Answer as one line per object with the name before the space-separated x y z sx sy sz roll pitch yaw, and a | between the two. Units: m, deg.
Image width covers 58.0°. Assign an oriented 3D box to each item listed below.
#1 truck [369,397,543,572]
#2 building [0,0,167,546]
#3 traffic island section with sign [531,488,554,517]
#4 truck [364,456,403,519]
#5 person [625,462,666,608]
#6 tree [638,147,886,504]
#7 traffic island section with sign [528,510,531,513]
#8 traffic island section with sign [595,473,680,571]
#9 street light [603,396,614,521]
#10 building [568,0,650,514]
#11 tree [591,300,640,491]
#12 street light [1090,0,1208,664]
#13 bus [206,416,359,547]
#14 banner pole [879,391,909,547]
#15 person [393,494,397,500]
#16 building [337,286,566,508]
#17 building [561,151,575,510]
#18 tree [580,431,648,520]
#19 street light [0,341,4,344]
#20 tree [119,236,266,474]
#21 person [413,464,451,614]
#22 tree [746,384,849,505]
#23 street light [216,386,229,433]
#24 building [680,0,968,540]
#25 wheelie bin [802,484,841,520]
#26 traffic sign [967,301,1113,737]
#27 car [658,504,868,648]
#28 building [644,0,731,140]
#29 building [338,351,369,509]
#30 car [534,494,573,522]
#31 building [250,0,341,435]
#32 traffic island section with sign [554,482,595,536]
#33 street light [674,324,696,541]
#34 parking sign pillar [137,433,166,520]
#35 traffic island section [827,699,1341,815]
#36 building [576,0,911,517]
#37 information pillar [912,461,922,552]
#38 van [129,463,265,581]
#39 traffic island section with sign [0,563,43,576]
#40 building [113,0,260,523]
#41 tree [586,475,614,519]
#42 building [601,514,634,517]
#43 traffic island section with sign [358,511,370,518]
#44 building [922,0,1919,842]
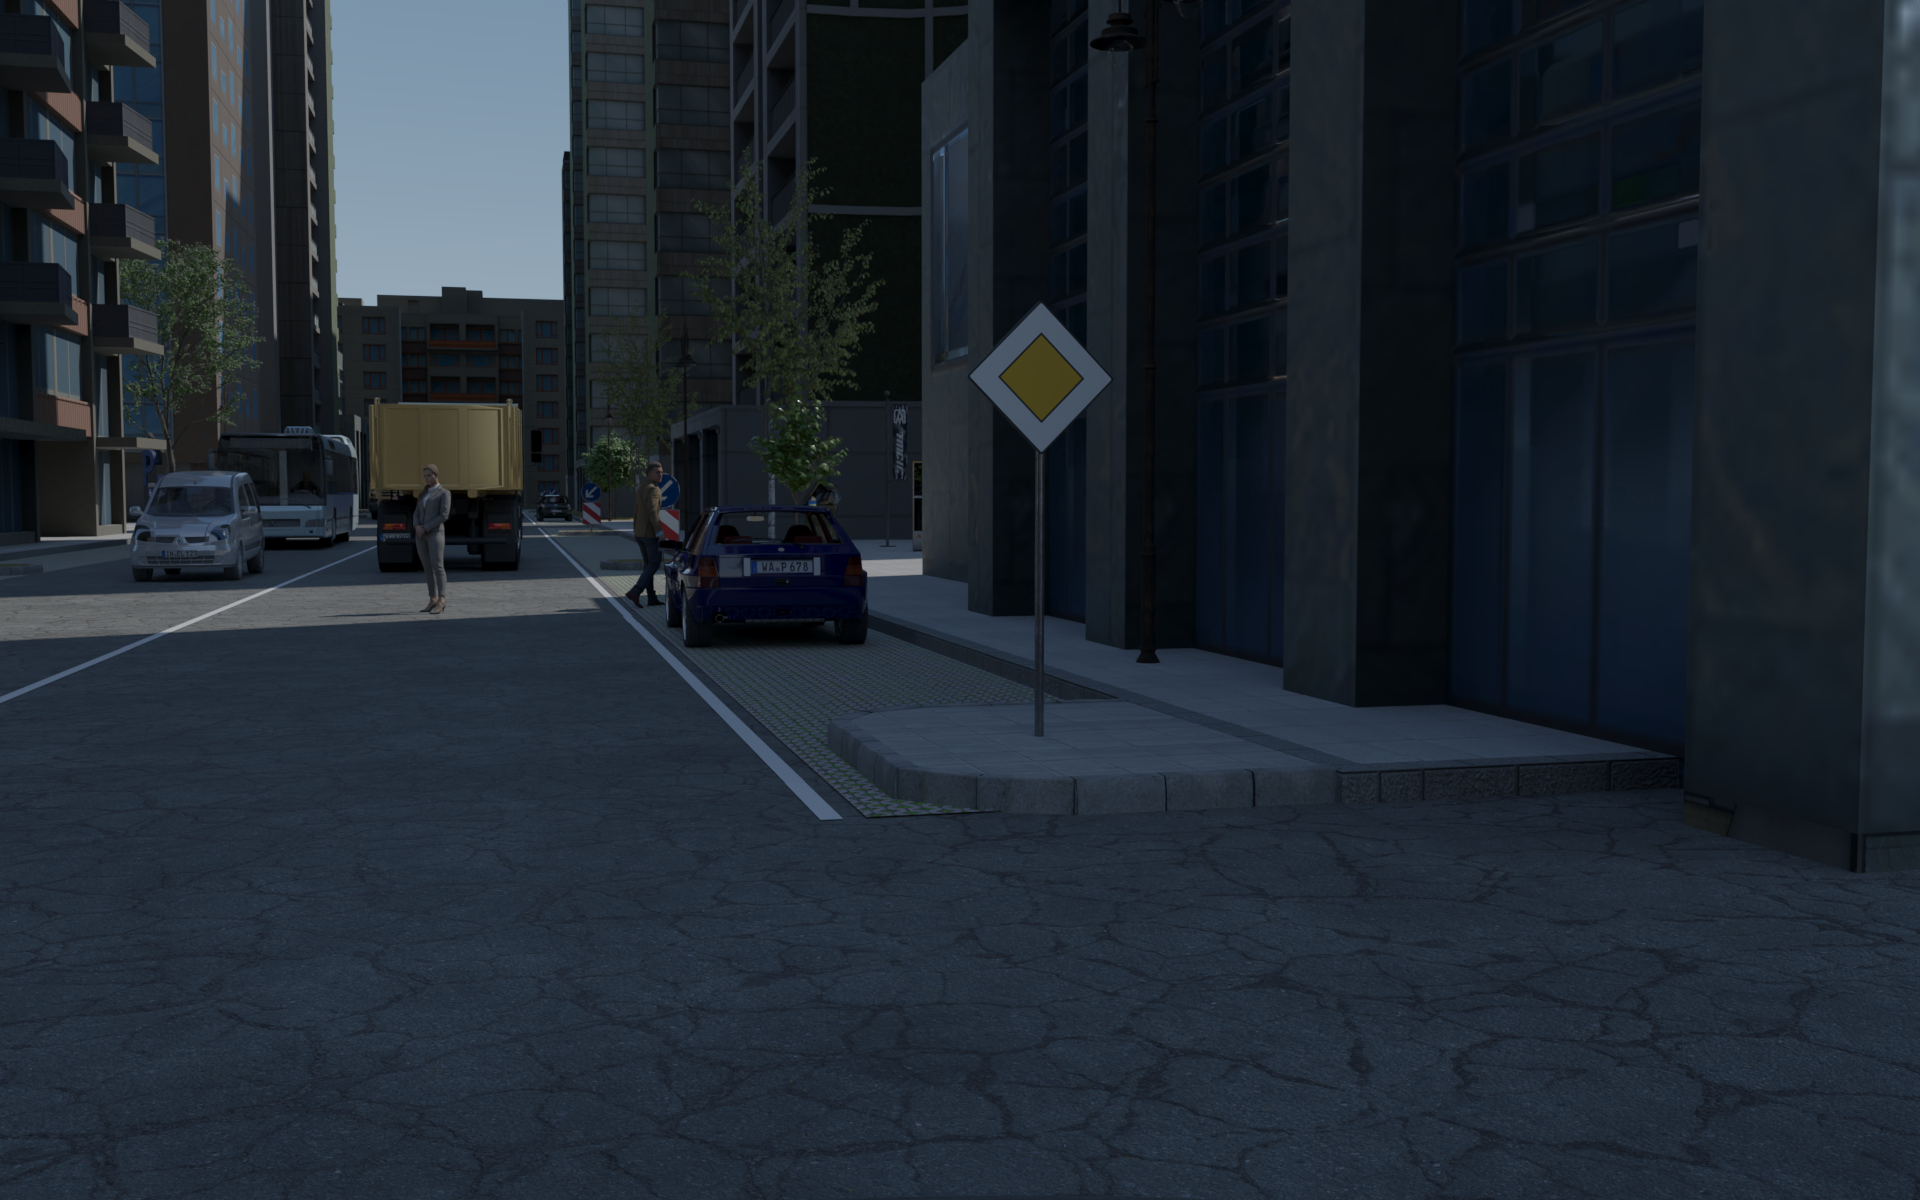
truck | -10.362 -2.432 35.688 3.469 3.379 9.791 -1 4 -14
building | -34.256 -23.840 44.406 22.147 44.769 28.867 -1 4 -15
traffic island section with sign | -25.522 -6.073 107.922 1.989 1.847 2.006 -1 4 -15
truck | -32.879 -6.872 101.270 2.839 4.237 11.283 -1 4 -13
person | -3.917 -0.820 21.820 0.656 1.842 0.836 2 4 26
tree | -3.880 -5.341 37.685 4.737 8.622 4.395 0 3 0
traffic island section with sign | -32.431 -7.679 134.180 1.989 1.847 2.006 -1 4 -15
traffic island section with sign | -5.877 -1.503 33.203 1.989 1.847 2.006 -1 4 -15
street light | -16.529 -6.653 81.559 0.468 5.910 1.993 -1 4 -15
building | -23.476 -27.689 136.308 14.154 41.232 14.086 -1 4 -15
tree | -12.247 -7.117 66.726 4.737 8.622 4.395 0 3 0
street light | 1.432 -2.460 13.015 0.468 5.910 1.993 -1 4 -15
bus | -18.836 -3.312 49.018 2.948 3.499 13.247 -1 4 -15
banner pole | -1.585 -3.189 42.156 0.863 3.779 0.401 -3 5 -40
person | -26.391 -4.261 81.407 0.421 1.427 0.697 3 4 38
building | -49.796 -20.147 174.446 28.899 21.520 27.650 -1 4 -15
building | -27.246 -23.150 150.195 14.160 30.474 14.107 -1 4 -15
tree | -17.331 -6.338 87.333 4.285 4.588 4.351 0 3 0
street light | -22.439 -4.106 39.918 0.468 5.910 1.993 -1 4 -15
tree | -30.503 -8.610 66.525 9.928 11.665 9.643 0 3 0
person | -6.413 -0.740 20.870 0.520 1.790 0.573 1 4 12
tree | -2.761 -2.205 30.651 1.663 3.219 1.824 0 3 0
street light | -31.465 -6.205 74.236 0.468 5.910 1.993 -1 4 -15
building | 2.174 -37.566 52.452 20.563 71.187 20.611 -1 4 -15
wheelie bin | -2.644 -1.543 33.140 0.693 1.594 0.980 0 4 1
traffic sign | 0.416 -0.334 9.109 0.795 2.450 0.064 -1 4 -15
car | -2.043 -0.305 17.560 1.945 1.354 3.894 -1 4 -13
building | -7.082 -18.700 77.439 14.160 30.474 14.107 -1 4 -15
building | -64.370 -50.331 135.591 31.000 86.520 22.319 -1 4 -15
car | -21.322 -4.965 90.958 2.009 1.686 4.222 -1 4 -16
building | -51.108 -26.663 119.538 14.154 41.232 14.086 -1 4 -15
traffic island section with sign | -12.894 -3.136 59.901 1.989 1.847 2.006 -1 4 -15
street light | -7.500 -4.559 47.331 0.468 5.910 1.993 -1 4 -15
parking sign pillar | -35.096 -5.321 75.469 1.447 3.967 1.447 3 5 41
traffic island section | 0.437 0.801 9.192 2.009 0.180 2.903 -1 4 -15
building | -15.933 -41.635 118.990 20.563 71.187 20.611 -1 4 -15
information pillar | -0.892 -2.092 38.703 0.304 2.012 0.304 0 4 7
van | -13.103 -1.398 29.872 2.013 2.044 4.112 -1 4 -15
traffic island section with sign | -17.509 -1.352 30.735 1.989 1.847 2.006 -1 4 -15
building | -42.090 -26.441 82.422 14.600 45.320 14.200 -1 4 -15
tree | -18.535 -5.859 90.404 1.663 3.219 1.824 0 3 0
building | -15.152 -25.603 102.206 14.154 41.232 14.086 -1 4 -15
traffic island section with sign | -36.929 -5.871 104.617 1.989 1.847 2.006 -1 4 -15
building | 15.548 -43.176 18.594 31.000 86.520 22.319 -1 4 -15
